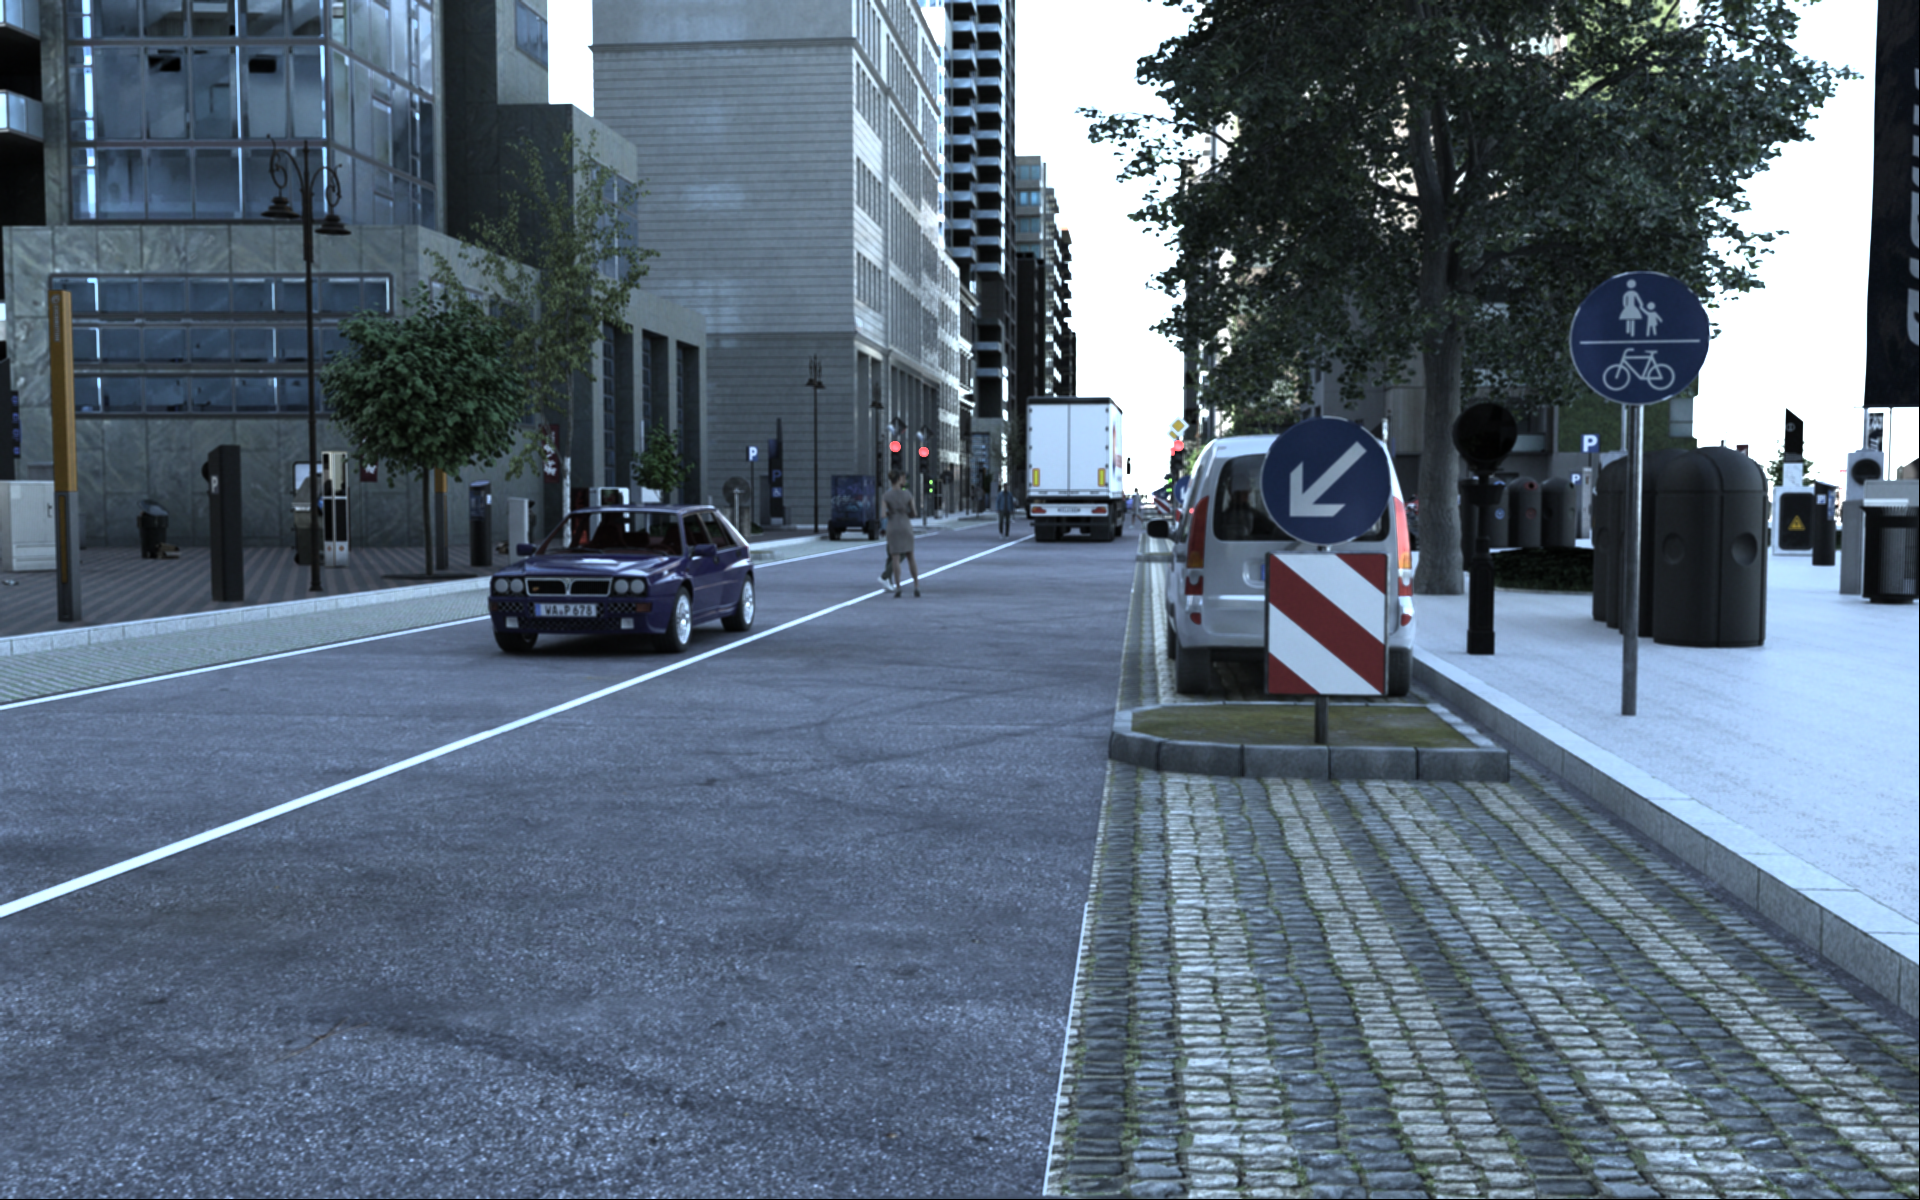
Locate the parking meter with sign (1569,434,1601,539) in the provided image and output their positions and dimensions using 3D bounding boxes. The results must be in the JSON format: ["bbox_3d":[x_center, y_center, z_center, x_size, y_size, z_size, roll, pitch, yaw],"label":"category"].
[{"bbox_3d":[17.753,-3.266,49.661,0.543,3.016,1.738,3,5,40],"label":"parking meter with sign"}]

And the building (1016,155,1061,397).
[{"bbox_3d":[2.749,-38.292,245.689,23.786,49.044,30.456,0,4,6],"label":"building"}]

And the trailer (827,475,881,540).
[{"bbox_3d":[-3.324,-2.796,52.756,1.471,1.999,3.904,0,4,5],"label":"trailer"}]

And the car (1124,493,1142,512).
[{"bbox_3d":[13.669,-7.938,139.377,1.945,1.707,3.694,0,4,5],"label":"car"}]

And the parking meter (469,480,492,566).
[{"bbox_3d":[-8.531,-1.371,30.819,0.372,1.533,0.369,0,3,0],"label":"parking meter"}]

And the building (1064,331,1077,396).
[{"bbox_3d":[12.750,-32.104,296.593,14.160,30.474,14.107,0,4,6],"label":"building"}]

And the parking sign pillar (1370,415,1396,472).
[{"bbox_3d":[14.422,-4.369,59.904,1.447,3.967,1.447,-3,4,-38],"label":"parking sign pillar"}]

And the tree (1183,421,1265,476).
[{"bbox_3d":[12.284,-5.680,76.583,4.285,4.588,4.351,0,3,0],"label":"tree"}]

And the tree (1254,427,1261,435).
[{"bbox_3d":[8.578,-3.394,50.099,1.663,3.219,1.824,0,3,0],"label":"tree"}]

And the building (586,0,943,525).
[{"bbox_3d":[-8.133,-18.861,85.865,11.434,29.767,29.804,0,4,6],"label":"building"}]

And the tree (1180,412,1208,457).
[{"bbox_3d":[20.985,-12.455,153.999,4.360,8.622,3.978,0,3,0],"label":"tree"}]

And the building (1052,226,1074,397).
[{"bbox_3d":[6.585,-37.955,275.184,22.147,44.769,28.867,0,4,6],"label":"building"}]

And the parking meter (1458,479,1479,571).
[{"bbox_3d":[8.501,-1.254,28.922,0.372,1.533,0.369,0,3,0],"label":"parking meter"}]

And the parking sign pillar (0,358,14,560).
[{"bbox_3d":[-19.302,-2.778,33.898,1.447,3.967,1.447,3,5,40],"label":"parking sign pillar"}]

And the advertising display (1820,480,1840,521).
[{"bbox_3d":[40.628,-4.639,81.062,0.974,1.923,0.123,3,5,45],"label":"advertising display"}]

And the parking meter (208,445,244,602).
[{"bbox_3d":[-8.819,-0.923,20.804,0.399,1.863,0.255,3,5,44],"label":"parking meter"}]

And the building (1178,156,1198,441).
[{"bbox_3d":[47.588,-41.174,262.431,28.713,52.752,27.495,0,4,6],"label":"building"}]

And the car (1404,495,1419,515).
[{"bbox_3d":[18.733,-3.417,64.907,4.494,1.783,2.155,0,4,6],"label":"car"}]

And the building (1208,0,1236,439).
[{"bbox_3d":[29.068,-35.808,127.467,21.231,58.520,28.212,0,4,6],"label":"building"}]

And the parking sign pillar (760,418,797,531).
[{"bbox_3d":[-6.465,-4.430,60.902,1.447,3.967,1.447,-1,4,-8],"label":"parking sign pillar"}]

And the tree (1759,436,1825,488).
[{"bbox_3d":[23.810,-3.372,49.732,1.663,3.219,1.824,0,3,0],"label":"tree"}]

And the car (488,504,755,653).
[{"bbox_3d":[-3.200,-0.265,16.914,1.945,1.354,3.894,0,4,6],"label":"car"}]

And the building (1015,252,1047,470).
[{"bbox_3d":[2.854,-26.507,205.091,14.160,30.474,14.107,0,4,6],"label":"building"}]

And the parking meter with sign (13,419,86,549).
[{"bbox_3d":[-21.185,-2.685,40.158,1.738,3.016,0.543,0,4,7],"label":"parking meter with sign"}]

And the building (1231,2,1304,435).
[{"bbox_3d":[22.707,-20.063,99.732,14.160,30.474,14.107,0,4,6],"label":"building"}]

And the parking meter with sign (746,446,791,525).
[{"bbox_3d":[-6.886,-4.065,62.719,1.738,3.016,0.543,2,4,34],"label":"parking meter with sign"}]

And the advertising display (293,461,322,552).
[{"bbox_3d":[-12.659,-1.777,34.262,0.974,1.923,0.123,-1,4,-10],"label":"advertising display"}]

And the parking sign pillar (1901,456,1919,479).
[{"bbox_3d":[62.739,-7.683,114.085,1.447,3.967,1.447,1,4,15],"label":"parking sign pillar"}]

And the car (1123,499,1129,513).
[{"bbox_3d":[11.989,-7.488,134.221,2.131,1.459,4.920,0,4,7],"label":"car"}]

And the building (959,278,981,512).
[{"bbox_3d":[-4.645,-16.072,127.410,10.561,19.102,19.286,0,4,6],"label":"building"}]

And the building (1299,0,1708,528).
[{"bbox_3d":[21.974,-23.781,72.421,14.086,41.232,14.154,0,4,6],"label":"building"}]

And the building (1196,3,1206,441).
[{"bbox_3d":[41.050,-48.924,238.164,20.563,71.187,20.611,0,4,6],"label":"building"}]

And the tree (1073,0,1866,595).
[{"bbox_3d":[6.275,-7.048,21.898,9.857,13.997,8.962,0,3,0],"label":"tree"}]

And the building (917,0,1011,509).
[{"bbox_3d":[-5.946,-51.849,160.397,22.319,86.520,31.000,0,4,6],"label":"building"}]

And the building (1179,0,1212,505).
[{"bbox_3d":[36.907,-54.269,199.964,22.319,86.520,31.000,0,4,6],"label":"building"}]

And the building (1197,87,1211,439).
[{"bbox_3d":[34.908,-33.692,170.475,23.786,49.044,30.456,0,4,6],"label":"building"}]

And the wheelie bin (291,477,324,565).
[{"bbox_3d":[-11.696,-1.443,31.505,0.980,1.594,0.693,2,4,32],"label":"wheelie bin"}]

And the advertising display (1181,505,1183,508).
[{"bbox_3d":[17.891,-8.221,139.632,0.123,1.923,0.974,0,4,-2],"label":"advertising display"}]

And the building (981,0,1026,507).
[{"bbox_3d":[-2.319,-45.757,186.382,20.563,71.187,20.611,0,4,6],"label":"building"}]

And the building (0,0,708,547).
[{"bbox_3d":[-25.774,-45.152,50.908,31.000,86.520,22.319,0,4,6],"label":"building"}]

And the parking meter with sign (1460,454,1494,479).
[{"bbox_3d":[17.210,-3.714,56.984,1.738,3.016,0.543,-3,4,-37],"label":"parking meter with sign"}]

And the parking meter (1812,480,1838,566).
[{"bbox_3d":[15.528,-1.387,31.094,0.372,1.533,0.369,0,3,0],"label":"parking meter"}]

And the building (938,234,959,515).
[{"bbox_3d":[-6.112,-15.572,109.359,10.420,20.320,16.860,0,4,6],"label":"building"}]
